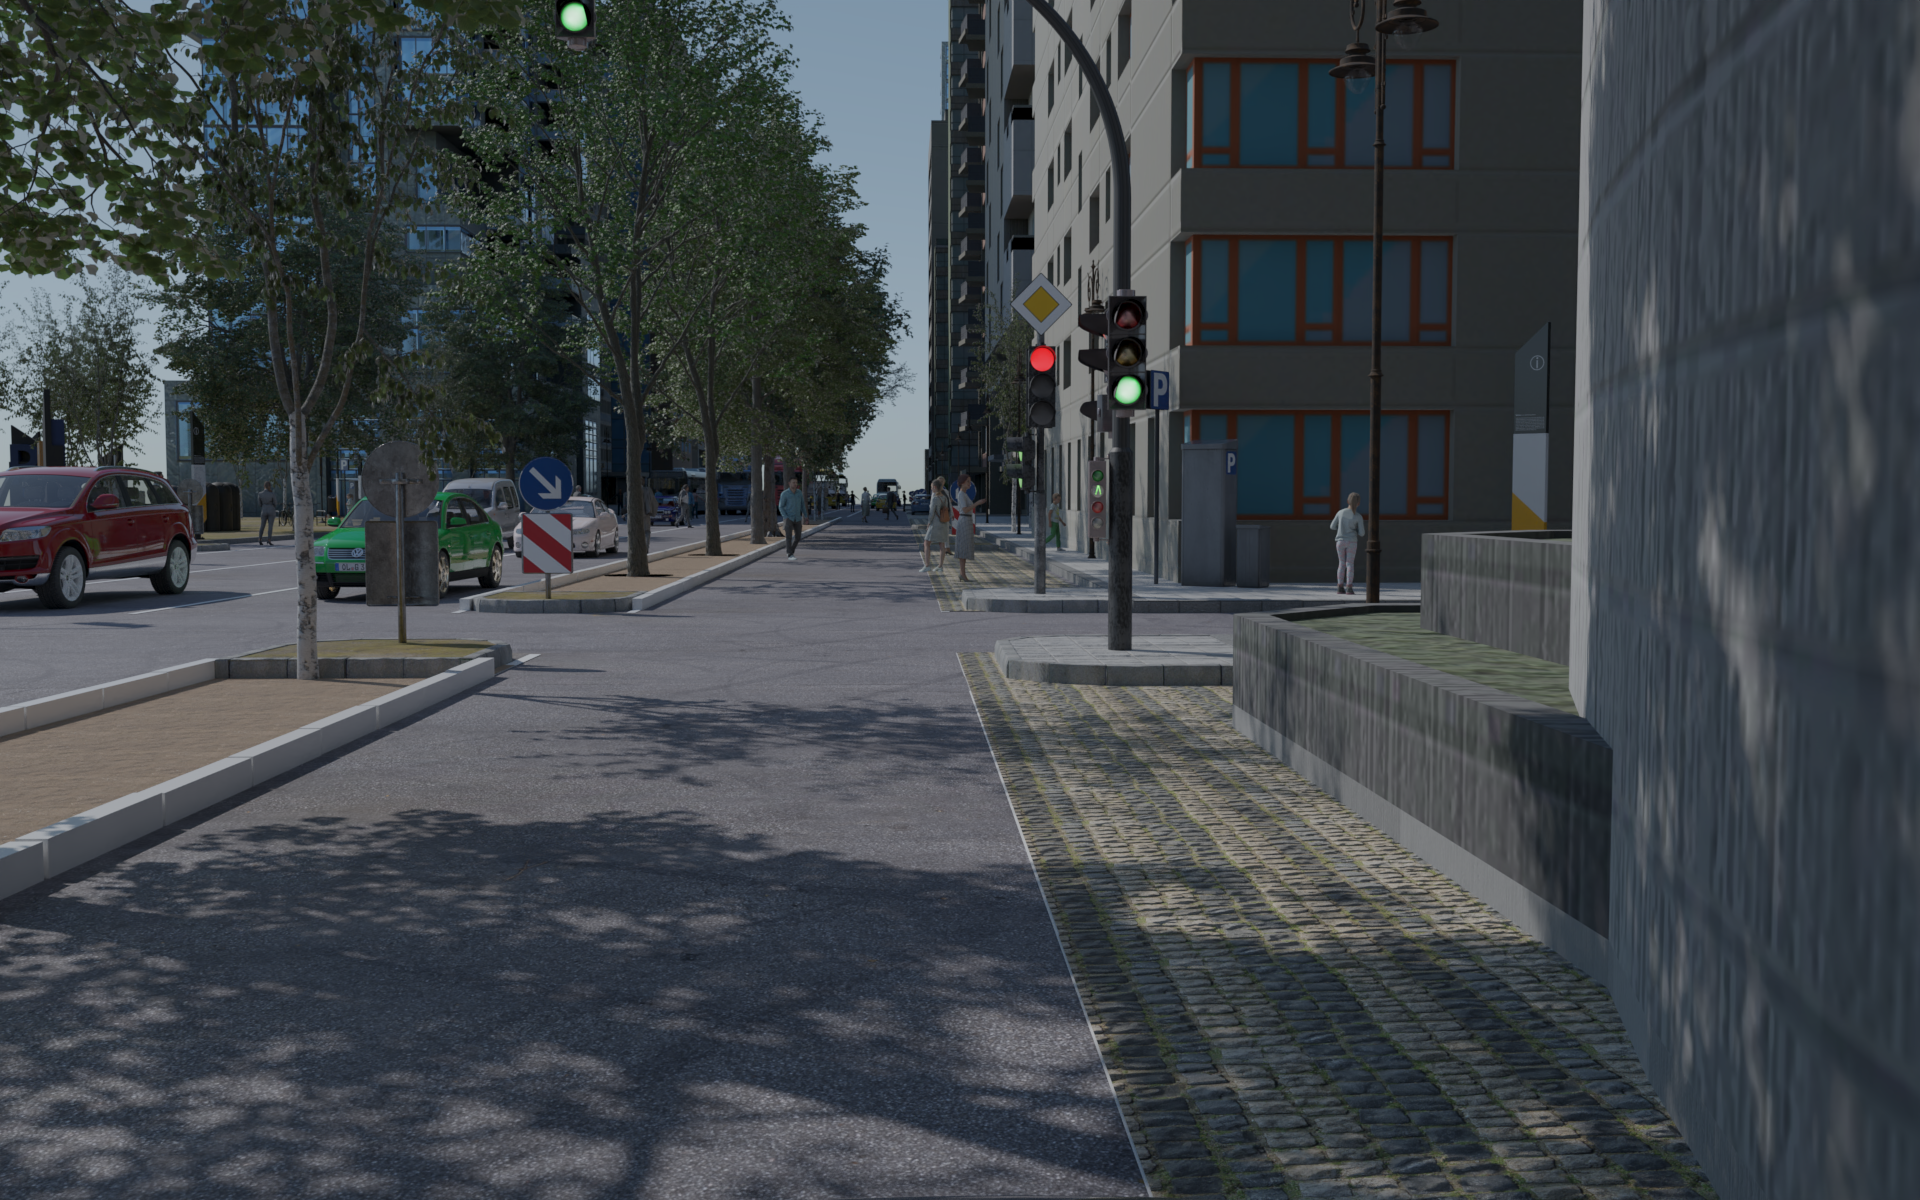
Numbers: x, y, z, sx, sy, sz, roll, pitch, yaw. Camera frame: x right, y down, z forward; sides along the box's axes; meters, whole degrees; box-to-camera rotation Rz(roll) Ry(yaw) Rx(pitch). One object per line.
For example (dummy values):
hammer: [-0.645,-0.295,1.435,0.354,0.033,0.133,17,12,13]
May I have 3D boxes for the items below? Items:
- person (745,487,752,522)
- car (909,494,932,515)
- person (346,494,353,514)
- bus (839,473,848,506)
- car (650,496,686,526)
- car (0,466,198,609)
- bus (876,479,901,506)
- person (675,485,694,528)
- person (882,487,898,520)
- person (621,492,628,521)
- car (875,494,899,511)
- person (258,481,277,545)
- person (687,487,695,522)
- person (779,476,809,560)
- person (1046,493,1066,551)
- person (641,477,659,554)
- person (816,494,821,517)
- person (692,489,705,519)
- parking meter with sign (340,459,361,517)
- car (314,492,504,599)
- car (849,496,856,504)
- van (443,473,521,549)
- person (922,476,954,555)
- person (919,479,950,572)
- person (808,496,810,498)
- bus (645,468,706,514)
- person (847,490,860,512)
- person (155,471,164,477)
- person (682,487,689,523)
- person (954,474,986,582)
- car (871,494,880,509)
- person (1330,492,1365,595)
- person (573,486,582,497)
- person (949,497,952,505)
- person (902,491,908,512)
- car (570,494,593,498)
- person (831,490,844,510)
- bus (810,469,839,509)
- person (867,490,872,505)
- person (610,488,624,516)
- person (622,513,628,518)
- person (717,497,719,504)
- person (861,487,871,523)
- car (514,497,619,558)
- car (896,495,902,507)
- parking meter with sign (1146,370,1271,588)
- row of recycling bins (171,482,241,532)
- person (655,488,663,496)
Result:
person: [-10.644,-4.853,88.124,0.520,1.790,0.573,-3,4,-38]
car: [-2.454,-6.479,117.932,2.014,1.417,4.499,0,4,-2]
person: [-24.450,-3.607,69.302,0.394,1.301,0.425,-2,4,-34]
bus: [-14.572,-13.024,204.489,2.896,3.916,12.252,0,4,-3]
car: [-13.499,-4.026,78.403,1.945,1.354,3.894,0,4,-1]
car: [-12.139,-0.892,23.252,2.281,1.827,5.304,0,4,-1]
bus: [-8.864,-13.422,214.308,2.948,3.499,13.247,0,4,-1]
person: [-11.664,-3.952,73.216,0.850,1.850,0.679,0,4,8]
person: [-3.835,-5.325,95.530,0.822,1.834,0.622,2,4,28]
person: [-17.762,-5.151,92.814,0.767,1.812,0.694,3,5,43]
car: [-6.250,-8.383,147.278,2.015,1.641,3.980,0,4,-1]
person: [-19.353,-2.425,48.424,0.520,1.790,0.573,-1,4,-19]
person: [-14.070,-4.967,90.055,0.444,1.785,0.601,-3,5,-44]
person: [-3.659,-1.788,37.755,0.660,1.820,0.620,-3,5,-42]
person: [2.098,-1.760,39.067,0.590,1.304,0.306,0,4,8]
person: [-7.221,-1.892,39.528,0.679,1.850,0.850,-1,4,-13]
person: [-8.086,-5.595,100.773,0.721,1.735,1.217,1,4,18]
person: [-15.465,-5.628,101.233,1.217,1.736,0.721,1,4,13]
parking meter with sign: [-30.598,-5.609,87.967,0.543,3.016,1.738,2,4,27]
car: [-7.942,-0.995,25.065,1.959,1.807,4.718,0,3,0]
car: [-15.119,-13.615,235.182,1.945,1.354,3.894,0,4,0]
van: [-12.425,-2.277,44.234,2.013,2.044,4.112,0,4,-1]
person: [-0.490,-1.959,40.414,0.818,1.842,0.514,2,4,25]
person: [-0.416,-1.365,31.826,0.522,1.701,0.512,2,4,35]
person: [-12.804,-8.177,143.135,0.756,1.711,0.436,0,4,-3]
bus: [-19.144,-7.583,118.846,2.948,3.499,13.247,0,4,0]
person: [-8.434,-7.798,136.813,1.217,1.723,0.721,2,4,35]
person: [-16.445,-1.703,35.712,0.648,1.900,0.474,2,4,30]
person: [-13.994,-4.804,87.219,0.590,1.801,0.661,3,5,43]
person: [0.163,-1.161,28.059,0.524,1.755,0.480,0,4,2]
car: [-7.917,-9.964,171.708,1.959,1.807,4.718,0,3,0]
person: [4.956,-0.724,22.166,0.425,1.301,0.394,1,4,11]
person: [-15.389,-3.741,70.056,0.834,1.777,0.661,-3,5,-44]
person: [-0.427,-3.702,73.294,0.640,1.303,0.475,-2,4,-29]
person: [-4.446,-8.048,140.901,0.721,1.723,1.217,-1,4,-14]
car: [-16.889,-4.052,76.033,2.009,1.686,4.222,0,4,-4]
person: [-11.163,-9.171,158.468,1.348,1.821,0.705,1,4,20]
bus: [-13.040,-10.743,167.189,2.896,3.916,12.252,0,4,-3]
person: [-9.385,-10.270,176.494,0.705,1.814,1.350,3,5,43]
person: [-22.149,-6.388,112.972,1.348,1.821,0.705,-1,4,-15]
person: [-13.741,-3.597,72.815,1.012,1.151,0.738,-3,5,-42]
person: [-23.180,-9.407,165.543,0.421,1.427,0.697,2,4,24]
person: [-4.749,-4.767,86.669,0.478,1.798,0.641,3,4,36]
car: [-9.166,-1.727,40.593,2.083,1.381,4.827,0,4,-3]
car: [-7.597,-11.326,197.758,1.945,1.354,3.894,0,4,0]
parking meter with sign: [3.467,-1.701,24.077,1.738,3.016,0.543,2,4,35]
row of recycling bins: [-25.774,-3.211,59.609,1.069,1.692,3.534,0,4,2]
person: [-16.546,-5.280,95.179,0.601,1.785,0.444,-2,4,-35]
